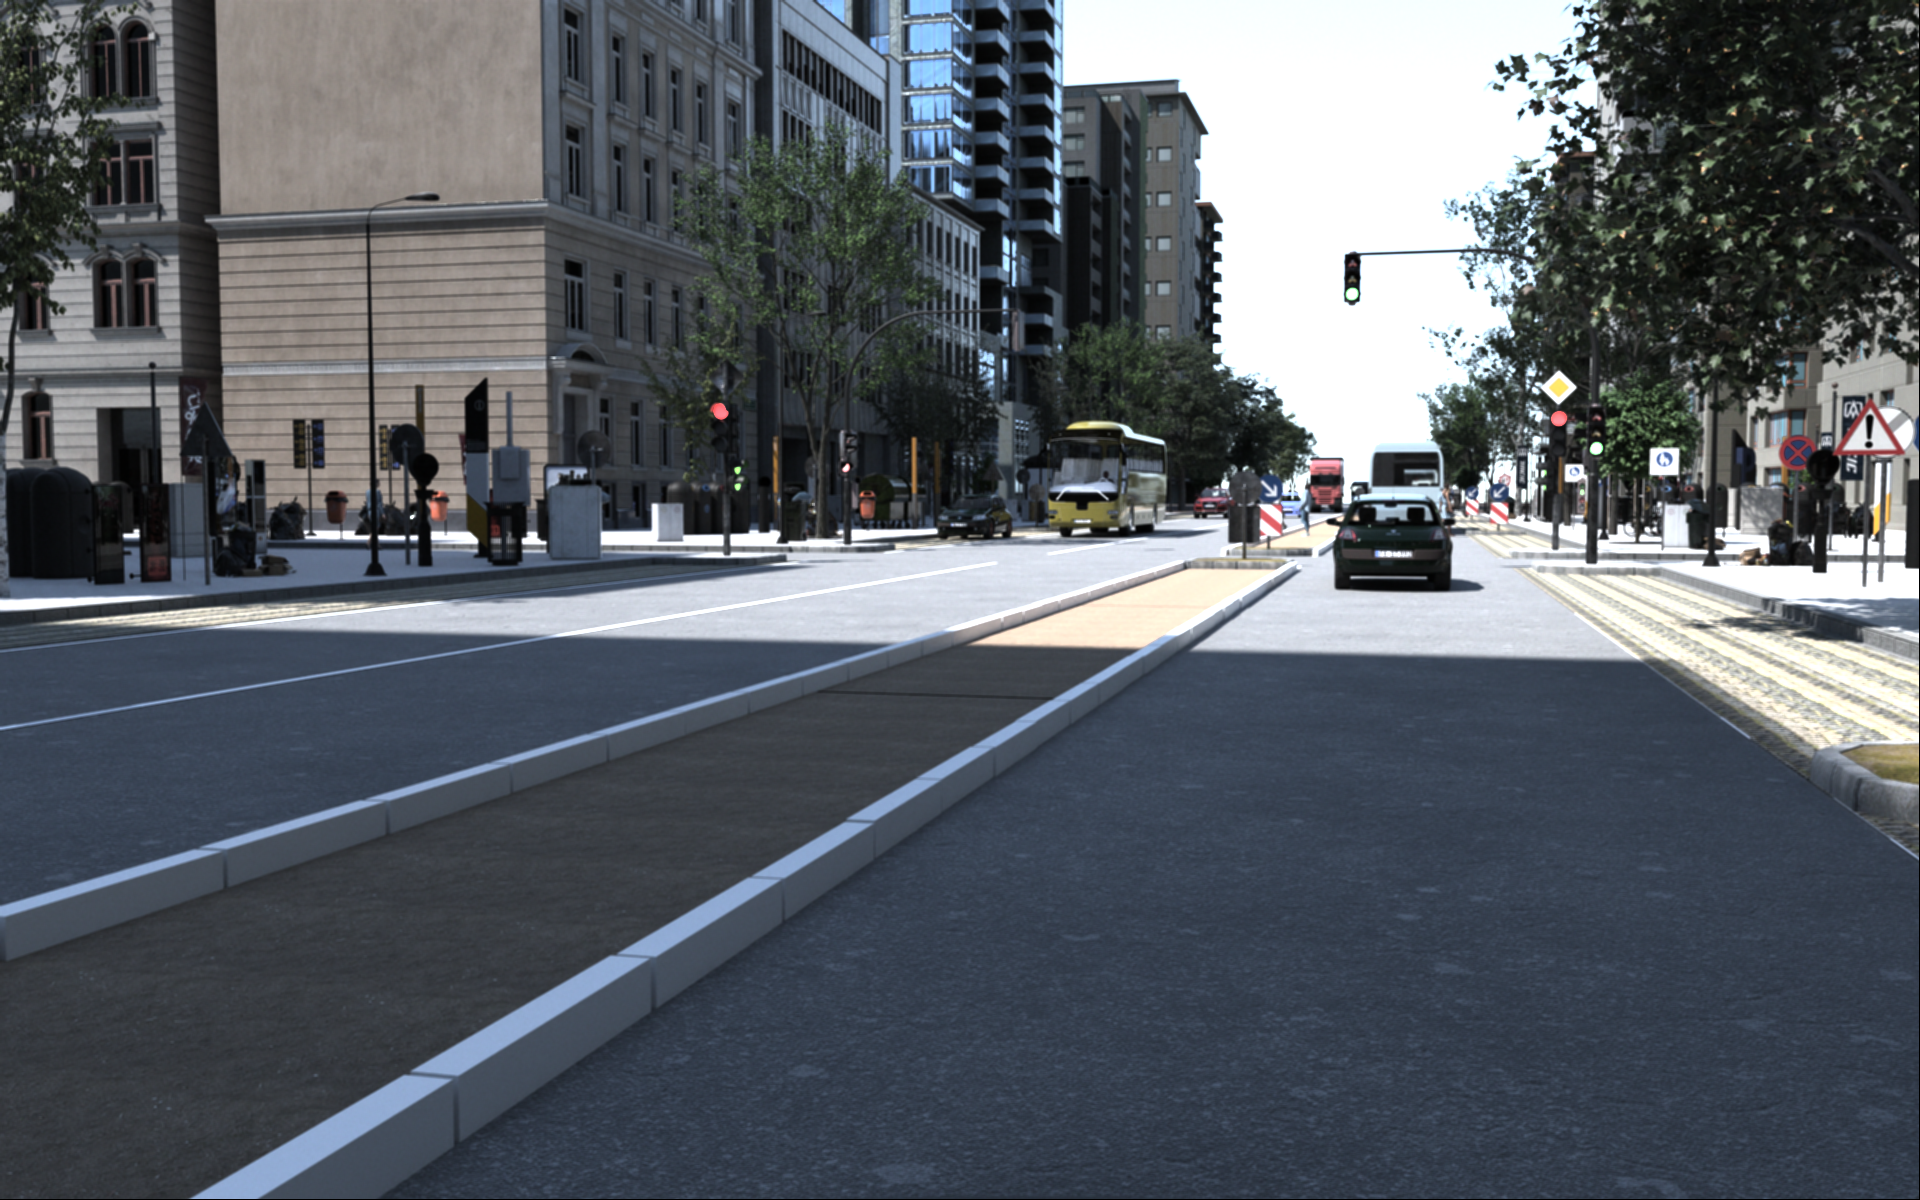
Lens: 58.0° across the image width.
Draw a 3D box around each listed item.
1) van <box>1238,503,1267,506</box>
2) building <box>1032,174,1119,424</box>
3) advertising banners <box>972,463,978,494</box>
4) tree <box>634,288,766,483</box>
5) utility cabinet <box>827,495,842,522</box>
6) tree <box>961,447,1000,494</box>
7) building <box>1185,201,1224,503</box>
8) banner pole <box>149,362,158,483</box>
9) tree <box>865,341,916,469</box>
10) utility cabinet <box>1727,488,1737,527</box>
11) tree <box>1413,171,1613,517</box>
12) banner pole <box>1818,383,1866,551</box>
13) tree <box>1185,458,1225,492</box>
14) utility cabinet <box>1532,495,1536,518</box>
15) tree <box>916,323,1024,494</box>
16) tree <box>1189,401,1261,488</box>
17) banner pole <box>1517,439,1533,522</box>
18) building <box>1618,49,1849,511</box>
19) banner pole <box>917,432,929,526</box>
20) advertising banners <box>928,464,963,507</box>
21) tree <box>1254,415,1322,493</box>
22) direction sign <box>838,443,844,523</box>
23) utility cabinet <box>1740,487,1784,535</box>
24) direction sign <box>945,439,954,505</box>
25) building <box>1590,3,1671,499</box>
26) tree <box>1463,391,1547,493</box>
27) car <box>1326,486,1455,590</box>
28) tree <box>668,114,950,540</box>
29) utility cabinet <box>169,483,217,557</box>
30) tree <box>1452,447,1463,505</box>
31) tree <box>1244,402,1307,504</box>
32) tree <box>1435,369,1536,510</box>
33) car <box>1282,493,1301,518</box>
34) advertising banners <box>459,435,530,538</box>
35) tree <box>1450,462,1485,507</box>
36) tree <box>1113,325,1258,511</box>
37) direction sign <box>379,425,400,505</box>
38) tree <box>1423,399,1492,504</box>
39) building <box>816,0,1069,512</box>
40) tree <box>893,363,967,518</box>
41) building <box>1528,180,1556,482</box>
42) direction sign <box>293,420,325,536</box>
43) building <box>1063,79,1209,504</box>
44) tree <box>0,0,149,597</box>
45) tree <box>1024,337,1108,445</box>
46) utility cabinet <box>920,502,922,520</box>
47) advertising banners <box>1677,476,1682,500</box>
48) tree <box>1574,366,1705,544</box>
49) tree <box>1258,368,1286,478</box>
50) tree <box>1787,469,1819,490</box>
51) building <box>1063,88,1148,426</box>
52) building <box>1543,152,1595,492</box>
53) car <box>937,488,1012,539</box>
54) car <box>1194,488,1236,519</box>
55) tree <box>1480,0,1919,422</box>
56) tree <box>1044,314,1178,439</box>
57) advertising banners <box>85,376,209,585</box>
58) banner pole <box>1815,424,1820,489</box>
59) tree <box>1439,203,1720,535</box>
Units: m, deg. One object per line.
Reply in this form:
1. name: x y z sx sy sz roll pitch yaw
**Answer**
1. van: 20.489 -6.988 121.260 2.013 2.044 4.112 1 4 16
2. building: 6.426 -23.645 158.297 14.160 30.474 14.107 1 4 14
3. advertising banners: 0.843 -6.091 95.771 0.090 3.025 2.074 0 4 -7
4. tree: -8.905 -6.750 60.728 4.737 8.622 4.395 0 3 0
5. utility cabinet: -5.712 -4.184 79.573 1.020 1.237 0.306 2 4 27
6. tree: 1.147 -4.614 70.034 1.663 3.219 1.824 0 3 0
7. building: 26.662 -36.679 254.329 22.147 44.769 28.867 1 4 14
8. banner pole: -15.406 -2.636 33.122 0.401 3.779 0.863 -2 4 -28
9. tree: -2.521 -8.018 81.459 4.360 8.622 3.978 0 3 0
10. utility cabinet: 30.128 -3.613 67.752 0.318 1.500 1.173 0 4 -4
11. tree: 32.799 -14.860 98.843 12.611 20.169 13.585 0 3 0
12. banner pole: 19.862 -2.991 38.914 0.863 3.779 0.401 1 4 19
13. tree: 20.896 -10.027 147.647 4.285 4.588 4.351 0 3 0
14. utility cabinet: 31.526 -5.116 94.814 0.306 1.237 1.020 2 4 23
15. tree: 0.373 -7.642 75.311 4.360 8.622 3.978 0 3 0
16. tree: 24.194 -13.774 159.612 7.601 10.594 8.767 -3 5 -43
17. banner pole: 25.763 -5.434 78.864 0.863 3.779 0.401 1 4 14
18. building: 67.273 -26.757 129.359 32.217 40.220 23.993 1 4 14
19. banner pole: -1.586 -4.900 70.124 0.401 3.779 0.863 -3 4 -36
20. advertising banners: -0.841 -6.240 98.218 2.074 3.025 0.090 1 4 13
21. tree: 46.032 -19.298 241.278 9.928 11.665 9.643 0 3 0
22. direction sign: -5.199 -5.184 76.756 0.379 3.537 0.876 1 4 21
23. utility cabinet: 24.766 -2.742 53.509 1.173 1.500 0.318 2 4 29
24. direction sign: -0.437 -4.848 71.263 0.379 3.537 0.876 -1 4 -22
25. building: 71.932 -34.561 154.315 28.713 52.752 27.495 1 4 14
26. tree: 36.931 -10.133 116.039 4.360 8.622 3.978 0 3 0
27. car: 6.781 -1.069 27.259 2.009 1.686 4.222 1 4 13
28. tree: -4.049 -7.539 49.022 9.928 11.665 9.643 0 3 0
29. utility cabinet: -15.682 -1.631 35.351 0.318 1.500 1.173 1 4 20
30. tree: 61.562 -15.961 211.332 4.360 8.622 3.978 0 3 0
31. tree: 37.816 -17.772 208.705 7.486 12.596 7.792 0 3 0
32. tree: 43.645 -13.258 142.530 9.928 11.665 9.643 0 3 0
33. car: 20.024 -5.866 105.501 1.945 1.707 3.694 1 4 13
34. advertising banners: -13.570 -3.319 50.458 2.074 3.025 0.090 0 4 4
35. tree: 51.426 -11.706 175.098 4.285 4.588 4.351 0 3 0
36. tree: 16.639 -13.676 130.265 9.857 13.997 8.962 0 3 0
37. direction sign: -18.656 -3.958 56.708 0.876 3.537 0.379 2 4 28
38. tree: 65.121 -19.508 225.605 9.857 13.997 8.962 0 3 0
39. building: -3.283 -50.347 135.840 22.319 86.520 31.000 1 4 14
40. tree: -1.493 -8.635 91.552 4.737 8.622 4.395 0 3 0
41. building: 93.074 -38.184 243.919 23.786 49.044 30.456 1 4 14
42. direction sign: -19.850 -3.723 52.864 0.876 3.537 0.379 -1 4 -14
43. building: 16.861 -39.041 227.561 28.713 52.752 27.495 1 4 14
44. tree: -12.155 -4.344 21.387 4.737 8.622 4.395 0 3 0
45. tree: 4.652 -7.971 80.687 4.360 8.622 3.978 0 3 0
46. utility cabinet: -2.030 -4.516 84.994 0.306 1.237 1.020 1 4 16
47. advertising banners: 30.620 -4.728 73.483 0.090 3.025 2.074 1 4 12
48. tree: 17.545 -3.733 44.741 4.285 4.588 4.351 0 3 0
49. tree: 28.088 -16.373 174.359 9.857 13.997 8.962 0 3 0
50. tree: 32.051 -4.316 65.163 1.663 3.219 1.824 0 3 0
51. building: 10.491 -29.838 171.452 14.154 41.232 14.086 1 4 14
52. building: 84.942 -34.309 215.569 22.147 44.769 28.867 1 4 14
53. car: 0.486 -2.807 55.680 2.009 1.686 4.222 1 4 14
54. car: 15.136 -5.746 102.621 2.281 1.827 5.304 1 4 16
55. tree: 9.509 -6.036 15.691 9.611 12.733 9.660 0 3 0
56. tree: 8.910 -10.764 101.753 9.928 11.665 9.643 0 3 0
57. advertising banners: -11.770 -1.775 25.209 0.090 3.025 2.074 2 4 28
58. banner pole: 30.871 -4.405 62.037 0.401 3.779 0.863 -2 4 -28
59. tree: 20.191 -7.292 53.631 8.767 10.594 7.601 3 5 39
